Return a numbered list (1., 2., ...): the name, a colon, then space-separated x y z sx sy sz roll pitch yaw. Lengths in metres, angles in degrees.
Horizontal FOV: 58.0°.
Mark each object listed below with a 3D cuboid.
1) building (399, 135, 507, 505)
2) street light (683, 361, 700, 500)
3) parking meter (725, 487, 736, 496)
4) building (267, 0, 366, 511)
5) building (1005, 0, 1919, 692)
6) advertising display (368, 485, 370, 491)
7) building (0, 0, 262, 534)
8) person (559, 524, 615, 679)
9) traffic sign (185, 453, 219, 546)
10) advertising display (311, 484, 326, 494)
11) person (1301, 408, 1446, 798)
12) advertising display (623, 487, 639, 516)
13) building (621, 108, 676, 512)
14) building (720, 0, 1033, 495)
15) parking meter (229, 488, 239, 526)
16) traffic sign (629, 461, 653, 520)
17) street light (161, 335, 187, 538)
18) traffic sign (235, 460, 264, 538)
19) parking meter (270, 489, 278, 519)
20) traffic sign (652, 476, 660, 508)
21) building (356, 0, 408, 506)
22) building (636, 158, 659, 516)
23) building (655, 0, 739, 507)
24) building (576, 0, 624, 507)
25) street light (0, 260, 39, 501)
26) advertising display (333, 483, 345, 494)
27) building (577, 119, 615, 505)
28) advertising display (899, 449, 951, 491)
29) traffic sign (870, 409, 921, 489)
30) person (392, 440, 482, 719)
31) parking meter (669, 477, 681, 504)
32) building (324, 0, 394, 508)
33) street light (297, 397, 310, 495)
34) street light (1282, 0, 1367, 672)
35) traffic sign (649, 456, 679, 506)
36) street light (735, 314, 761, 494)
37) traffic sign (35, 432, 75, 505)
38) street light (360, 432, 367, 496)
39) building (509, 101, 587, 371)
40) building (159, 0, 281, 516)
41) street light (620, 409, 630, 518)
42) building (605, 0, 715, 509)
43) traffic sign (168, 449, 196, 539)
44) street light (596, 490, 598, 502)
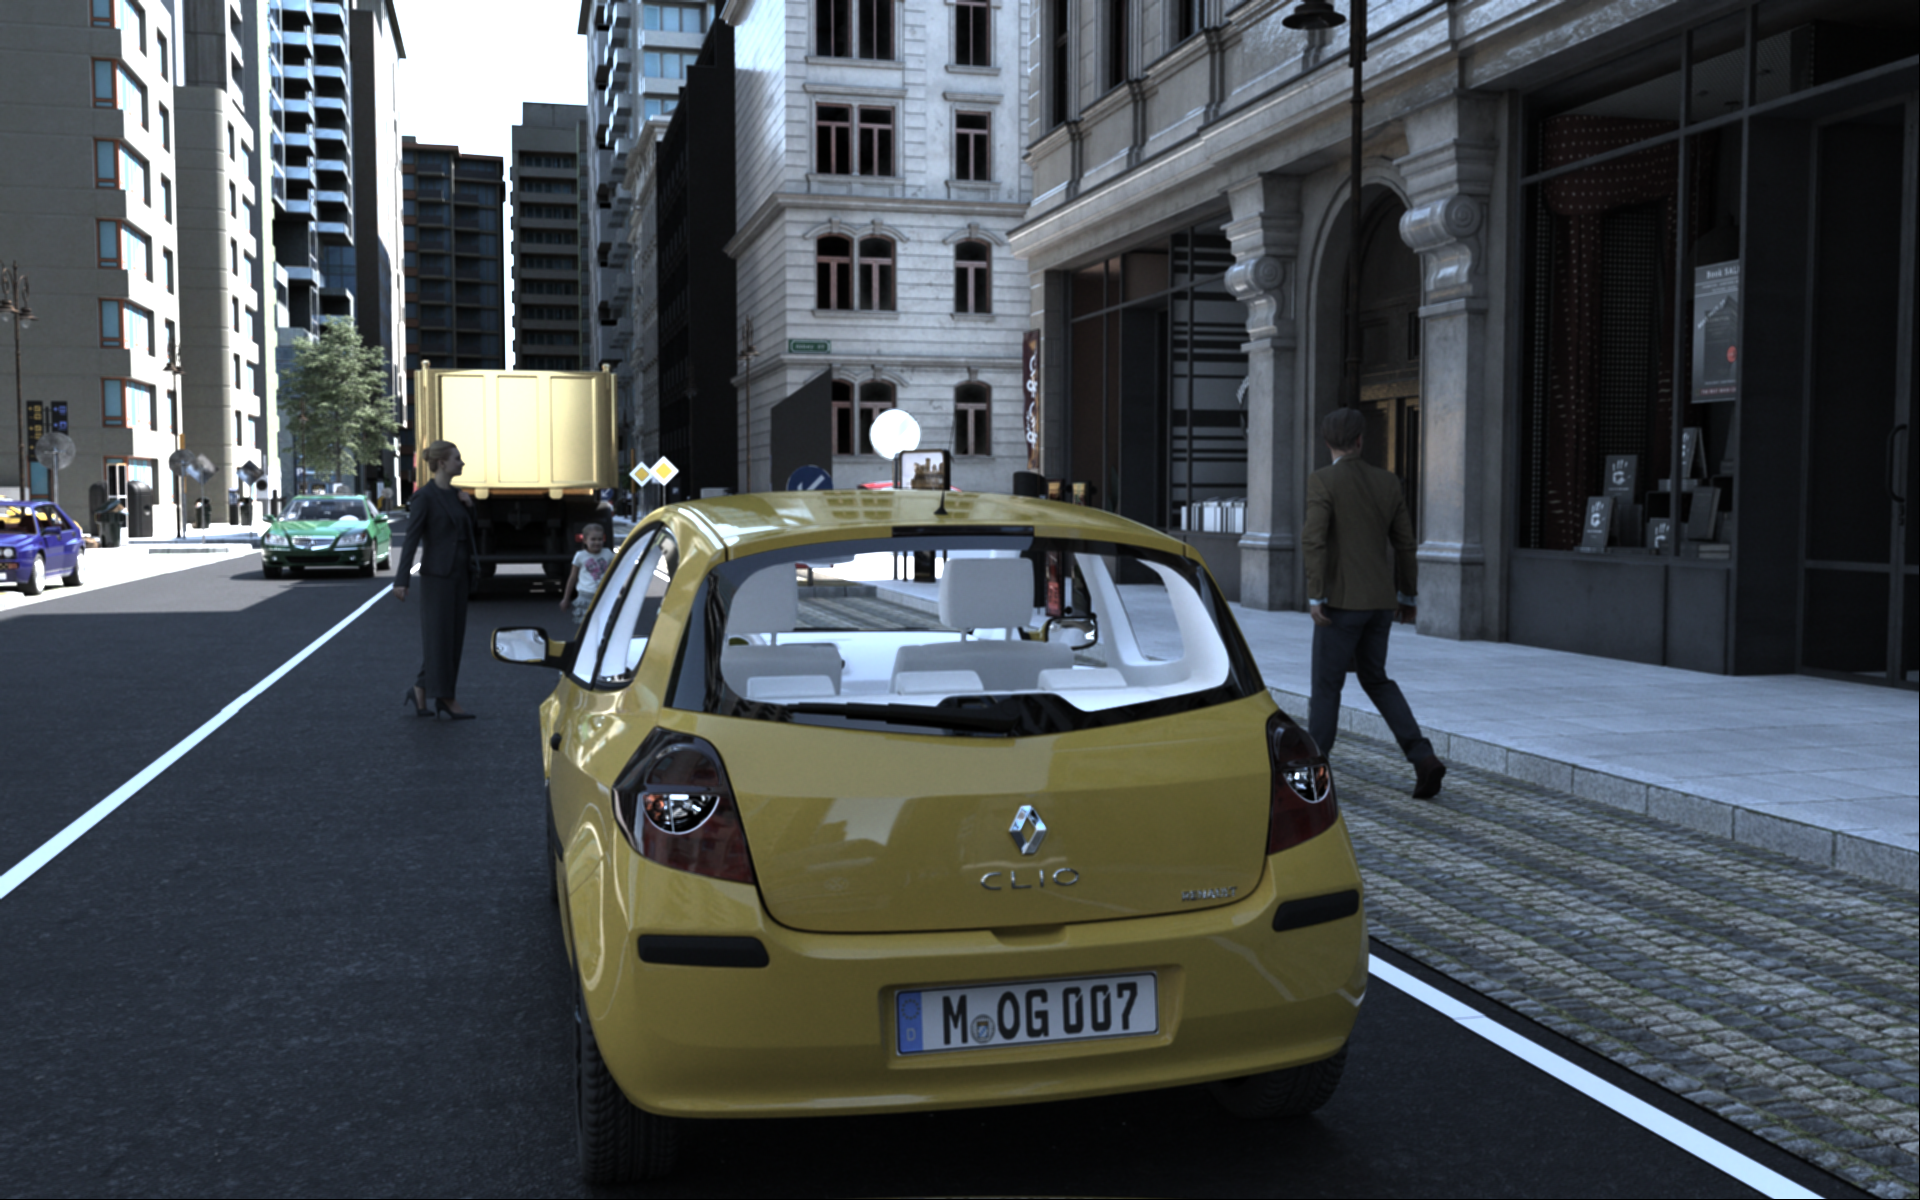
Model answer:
1. building: -70.480 -34.166 213.231 28.867 44.769 22.147 -1 4 -14
2. street light: -9.307 -5.340 60.096 0.468 5.910 1.993 -1 4 -14
3. parking meter: -7.883 -3.118 59.398 0.372 1.533 0.369 0 3 0
4. building: -57.815 -50.172 132.978 22.319 86.520 31.000 -1 4 -14
5. building: 5.628 -10.756 26.770 10.553 20.767 40.483 -1 4 -14
6. advertising display: -41.505 -7.123 121.676 0.123 1.923 0.974 -1 4 -17
7. building: -43.377 -13.473 65.315 27.650 21.520 28.899 -1 4 -14
8. person: -2.751 0.028 13.063 0.505 1.210 0.382 -3 4 -36
9. traffic sign: -18.661 -2.388 42.684 0.795 2.450 0.064 -1 4 -14
10. advertising display: -42.103 -6.636 113.716 0.123 1.923 0.974 3 4 37
11. person: 1.895 0.016 8.146 0.836 1.842 0.656 2 4 31
12. advertising display: -19.647 -6.003 103.365 0.974 1.923 0.123 1 4 19
13. building: -15.014 -20.138 116.650 14.401 28.519 23.554 -1 4 -14
14. building: 3.605 -16.887 63.491 23.554 28.519 14.401 -1 4 -14
15. parking meter: -29.370 -3.771 70.062 0.372 1.533 0.369 0 3 0
16. traffic sign: -9.766 -3.031 53.199 0.795 2.450 0.064 -1 4 -14
17. street light: -22.819 -4.748 50.417 0.468 5.910 1.993 -1 4 -14
18. traffic sign: -20.659 -2.861 50.416 0.795 2.450 0.064 -1 4 -14
19. parking meter: -35.848 -5.020 90.486 0.372 1.533 0.369 0 3 0
20. traffic sign: -11.948 -4.079 68.821 0.606 2.300 0.079 -1 4 -13
21. building: -71.356 -35.971 177.358 27.495 52.752 28.713 -1 4 -14
22. building: -12.272 -15.093 95.929 9.793 20.994 18.267 -1 4 -14
23. building: -7.021 -15.275 79.419 12.332 23.373 15.834 -1 4 -14
24. building: -23.163 -35.801 174.578 28.713 52.752 27.495 -1 4 -14
25. street light: -18.657 -3.766 34.366 0.468 5.910 1.993 -1 4 -14
26. advertising display: -35.485 -5.734 98.961 0.974 1.923 0.123 2 4 35
27. building: -35.459 -31.200 193.706 14.154 41.232 14.086 -1 4 -14
28. advertising display: -0.513 -1.216 25.095 0.123 1.923 0.974 -3 5 -44
29. traffic sign: -0.966 -1.579 25.918 0.768 2.556 0.104 0 4 -7
30. person: -3.350 -0.130 11.050 0.534 1.772 0.576 0 4 -2
31. parking meter: -9.891 -3.327 60.104 0.399 1.863 0.255 -1 4 -13
32. building: -59.491 -31.009 157.100 14.600 45.320 14.200 -1 4 -14
33. street light: -31.234 -6.706 82.430 0.468 5.910 1.993 -1 4 -14
34. street light: 2.821 -2.421 12.368 0.468 5.910 1.993 -1 4 -14
35. traffic sign: -7.768 -2.558 45.467 0.795 2.450 0.064 -1 4 -14
36. street light: -5.465 -4.399 44.717 0.468 5.910 1.993 -1 4 -14
37. traffic sign: -18.601 -2.173 35.634 0.768 2.556 0.104 -1 4 -13
38. street light: -39.525 -8.697 114.989 0.468 5.910 1.993 -1 4 -14
39. building: -45.661 -36.420 219.167 21.600 48.544 21.300 -1 4 -14
40. building: -46.047 -25.156 94.895 14.154 41.232 14.086 -1 4 -14
41. street light: -17.884 -7.327 92.578 0.468 5.910 1.993 -1 4 -14
42. building: -18.038 -32.204 146.143 23.786 49.044 30.456 -1 4 -14
43. traffic sign: -22.124 -3.010 49.313 0.768 2.556 0.104 -1 4 -9
44. street light: -26.297 -9.328 125.304 0.468 5.910 1.993 -1 4 -14
